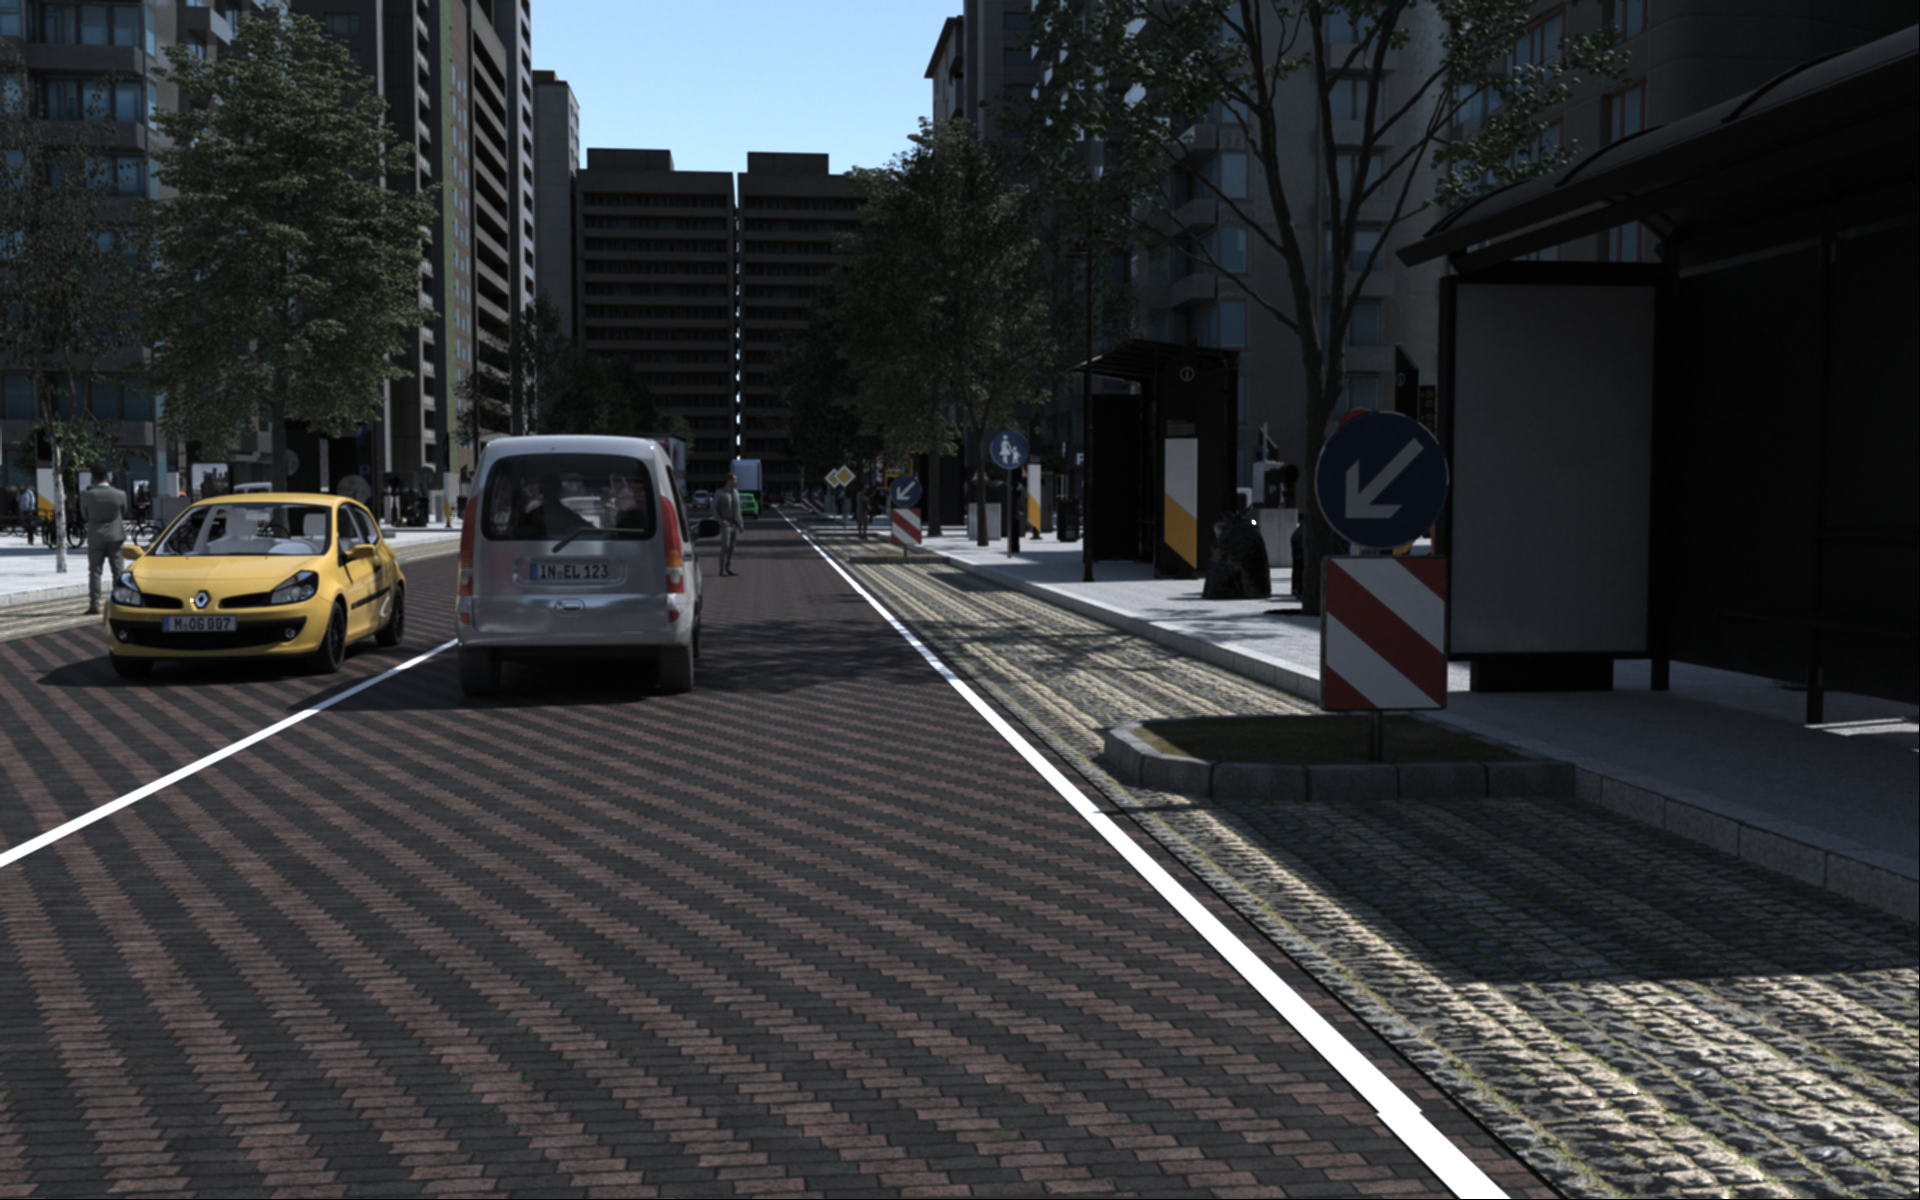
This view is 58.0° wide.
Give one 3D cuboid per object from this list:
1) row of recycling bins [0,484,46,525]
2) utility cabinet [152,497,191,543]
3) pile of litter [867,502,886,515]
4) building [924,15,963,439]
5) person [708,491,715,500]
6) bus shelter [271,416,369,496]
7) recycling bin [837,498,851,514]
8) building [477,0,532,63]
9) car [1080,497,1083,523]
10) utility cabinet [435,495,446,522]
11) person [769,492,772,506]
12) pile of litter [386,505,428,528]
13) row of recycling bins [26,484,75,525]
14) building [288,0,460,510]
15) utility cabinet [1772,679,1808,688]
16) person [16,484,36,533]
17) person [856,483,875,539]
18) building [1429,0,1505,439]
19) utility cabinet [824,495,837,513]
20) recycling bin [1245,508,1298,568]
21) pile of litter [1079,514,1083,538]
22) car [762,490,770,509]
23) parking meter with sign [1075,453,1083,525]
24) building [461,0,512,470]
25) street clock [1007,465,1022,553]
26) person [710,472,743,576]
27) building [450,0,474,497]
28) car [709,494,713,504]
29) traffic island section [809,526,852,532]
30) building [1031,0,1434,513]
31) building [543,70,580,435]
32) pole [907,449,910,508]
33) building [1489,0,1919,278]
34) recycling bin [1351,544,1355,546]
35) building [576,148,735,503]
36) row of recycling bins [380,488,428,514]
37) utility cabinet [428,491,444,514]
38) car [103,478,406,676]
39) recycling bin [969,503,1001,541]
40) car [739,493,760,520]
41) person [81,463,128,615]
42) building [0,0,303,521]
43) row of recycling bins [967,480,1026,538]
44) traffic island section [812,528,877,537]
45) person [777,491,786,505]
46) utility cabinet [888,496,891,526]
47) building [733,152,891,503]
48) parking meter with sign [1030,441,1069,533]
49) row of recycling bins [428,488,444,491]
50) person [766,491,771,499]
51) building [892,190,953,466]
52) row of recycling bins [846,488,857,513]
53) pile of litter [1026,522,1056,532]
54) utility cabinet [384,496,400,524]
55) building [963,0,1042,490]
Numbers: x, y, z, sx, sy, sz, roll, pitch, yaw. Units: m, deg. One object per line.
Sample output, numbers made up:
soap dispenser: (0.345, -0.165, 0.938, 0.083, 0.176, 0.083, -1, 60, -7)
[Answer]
row of recycling bins: (-40.299, -4.034, 73.062, 3.534, 1.692, 1.069, 2, 4, 24)
utility cabinet: (-17.568, -1.693, 38.849, 0.306, 1.237, 1.020, 2, 4, 26)
pile of litter: (-5.431, -5.604, 105.590, 1.176, 0.858, 1.719, 3, 4, 36)
building: (11.624, -36.822, 191.270, 28.713, 52.752, 27.495, 0, 4, -7)
person: (-24.626, -10.041, 173.394, 1.217, 1.735, 0.721, -2, 4, -28)
bus shelter: (-19.489, -3.799, 53.399, 1.731, 3.624, 6.357, 0, 4, -7)
recycling bin: (-7.676, -6.247, 114.686, 0.722, 1.027, 0.722, 3, 5, 44)
building: (-60.829, -39.443, 186.897, 28.212, 58.520, 21.231, 0, 4, -7)
car: (6.977, -3.391, 64.113, 5.304, 1.827, 2.281, 0, 4, -5)
utility cabinet: (-23.896, -4.189, 79.658, 0.306, 1.237, 1.020, 0, 4, -6)
person: (-23.875, -12.676, 216.427, 0.721, 1.739, 1.217, 3, 4, 36)
pile of litter: (-21.312, -3.228, 66.744, 1.719, 0.858, 1.176, -2, 4, -34)
row of recycling bins: (-37.594, -3.977, 72.142, 1.069, 1.692, 3.534, -1, 4, -10)
building: (-46.131, -27.277, 129.570, 14.154, 41.232, 14.086, 0, 4, -7)
utility cabinet: (6.005, -0.165, 11.370, 1.173, 1.500, 0.318, 0, 4, 2)
person: (-32.255, -3.129, 59.917, 0.793, 1.790, 0.793, -2, 4, -31)
person: (-2.959, -2.787, 54.433, 0.532, 1.782, 0.716, -1, 4, -20)
building: (23.751, -28.878, 91.762, 30.456, 49.044, 23.786, 0, 4, -7)
utility cabinet: (-8.636, -6.463, 116.838, 1.020, 1.237, 0.306, 0, 4, 8)
recycling bin: (5.440, -1.087, 30.323, 0.722, 1.027, 0.722, -1, 4, -14)
pile of litter: (4.019, -2.237, 50.539, 1.176, 0.858, 1.719, -1, 4, -18)
car: (-19.258, -9.591, 165.480, 2.281, 1.827, 5.304, 0, 4, -6)
parking meter with sign: (5.374, -4.729, 73.573, 0.543, 3.016, 1.738, 1, 4, 19)
building: (-54.310, -32.867, 161.072, 21.300, 48.544, 21.600, 0, 4, -7)
street clock: (1.196, -2.043, 37.978, 0.358, 2.002, 0.471, -1, 4, -14)
person: (-4.076, -1.335, 30.432, 0.391, 1.810, 0.635, 2, 4, 27)
building: (-48.891, -30.196, 143.807, 14.600, 45.320, 14.200, 0, 4, -7)
car: (-30.027, -12.377, 211.946, 1.945, 1.707, 3.694, 0, 4, -8)
traffic island section: (-4.794, -2.708, 66.560, 2.009, 0.180, 2.903, 0, 4, -7)
building: (17.502, -31.121, 128.436, 23.786, 49.044, 30.456, 0, 4, -7)
building: (-67.701, -42.877, 243.030, 28.212, 58.520, 21.231, 0, 4, -7)
pole: (-2.339, -5.141, 77.897, 0.158, 3.312, 0.155, 0, 3, 0)
building: (28.742, -11.360, 30.777, 27.650, 21.520, 28.899, 0, 4, -7)
recycling bin: (10.067, -1.881, 43.303, 0.722, 1.027, 0.722, -1, 4, -14)
building: (-42.508, -38.067, 246.089, 21.600, 48.544, 21.300, 0, 4, -7)
row of recycling bins: (-36.210, -6.410, 111.914, 3.534, 1.692, 1.069, 2, 4, 31)
utility cabinet: (-32.511, -6.058, 107.719, 0.318, 1.500, 1.173, 2, 4, 28)
car: (-5.972, -0.289, 14.948, 2.015, 1.641, 3.980, 0, 4, -7)
recycling bin: (0.682, -2.168, 48.000, 0.722, 1.027, 0.722, -1, 4, -19)
car: (-12.313, -5.458, 98.036, 1.959, 1.807, 4.718, 0, 4, -6)
person: (-10.191, -0.730, 20.624, 0.511, 1.800, 0.466, -3, 5, -43)
building: (-49.355, -28.959, 93.091, 23.786, 49.044, 30.456, 0, 4, -7)
row of recycling bins: (1.055, -2.789, 52.718, 1.069, 1.692, 3.534, -1, 4, -18)
traffic island section: (-3.882, -2.223, 58.627, 2.009, 0.180, 2.903, 0, 4, -7)
person: (-20.645, -11.765, 200.787, 1.348, 1.831, 0.705, -3, 5, -41)
utility cabinet: (-2.691, -3.610, 70.187, 0.306, 1.237, 1.020, -1, 4, -13)
building: (-21.074, -38.230, 248.762, 21.600, 48.544, 21.300, 0, 4, -7)
parking meter with sign: (2.673, -3.728, 57.220, 1.738, 3.016, 0.543, -1, 4, -10)
row of recycling bins: (-35.390, -6.704, 116.724, 1.069, 1.692, 3.534, -3, 4, -36)
person: (-19.497, -10.225, 176.194, 0.721, 1.766, 1.217, 1, 4, 11)
building: (-2.923, -36.550, 247.698, 14.200, 45.320, 14.600, 0, 4, -7)
row of recycling bins: (-7.676, -6.876, 119.539, 1.069, 1.692, 3.534, 0, 4, 8)
pile of litter: (2.494, -2.771, 59.263, 1.719, 0.858, 1.176, 0, 4, -7)
utility cabinet: (-24.216, -3.832, 73.817, 0.306, 1.237, 1.020, 0, 4, 4)
building: (10.837, -37.983, 163.020, 21.231, 58.520, 28.212, 0, 4, -7)
